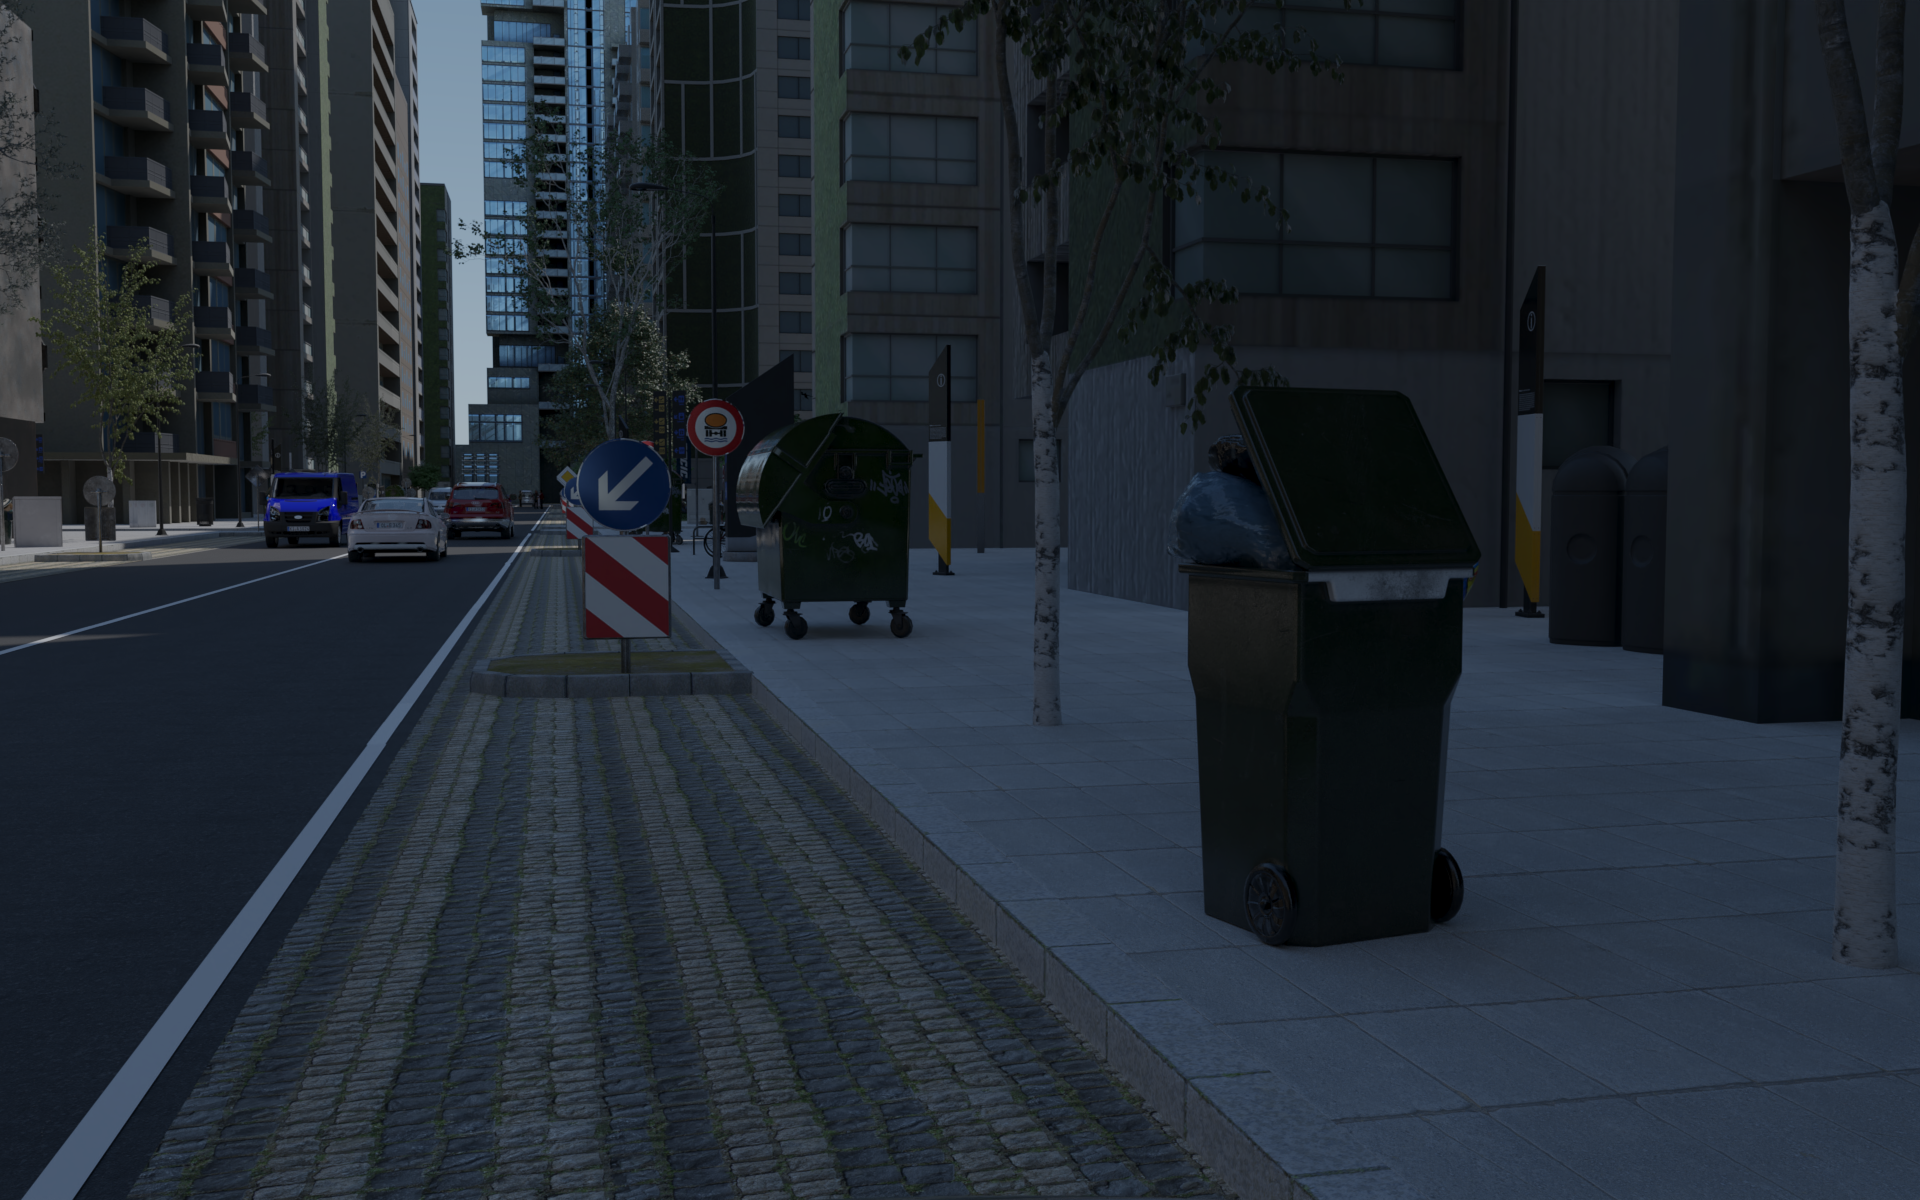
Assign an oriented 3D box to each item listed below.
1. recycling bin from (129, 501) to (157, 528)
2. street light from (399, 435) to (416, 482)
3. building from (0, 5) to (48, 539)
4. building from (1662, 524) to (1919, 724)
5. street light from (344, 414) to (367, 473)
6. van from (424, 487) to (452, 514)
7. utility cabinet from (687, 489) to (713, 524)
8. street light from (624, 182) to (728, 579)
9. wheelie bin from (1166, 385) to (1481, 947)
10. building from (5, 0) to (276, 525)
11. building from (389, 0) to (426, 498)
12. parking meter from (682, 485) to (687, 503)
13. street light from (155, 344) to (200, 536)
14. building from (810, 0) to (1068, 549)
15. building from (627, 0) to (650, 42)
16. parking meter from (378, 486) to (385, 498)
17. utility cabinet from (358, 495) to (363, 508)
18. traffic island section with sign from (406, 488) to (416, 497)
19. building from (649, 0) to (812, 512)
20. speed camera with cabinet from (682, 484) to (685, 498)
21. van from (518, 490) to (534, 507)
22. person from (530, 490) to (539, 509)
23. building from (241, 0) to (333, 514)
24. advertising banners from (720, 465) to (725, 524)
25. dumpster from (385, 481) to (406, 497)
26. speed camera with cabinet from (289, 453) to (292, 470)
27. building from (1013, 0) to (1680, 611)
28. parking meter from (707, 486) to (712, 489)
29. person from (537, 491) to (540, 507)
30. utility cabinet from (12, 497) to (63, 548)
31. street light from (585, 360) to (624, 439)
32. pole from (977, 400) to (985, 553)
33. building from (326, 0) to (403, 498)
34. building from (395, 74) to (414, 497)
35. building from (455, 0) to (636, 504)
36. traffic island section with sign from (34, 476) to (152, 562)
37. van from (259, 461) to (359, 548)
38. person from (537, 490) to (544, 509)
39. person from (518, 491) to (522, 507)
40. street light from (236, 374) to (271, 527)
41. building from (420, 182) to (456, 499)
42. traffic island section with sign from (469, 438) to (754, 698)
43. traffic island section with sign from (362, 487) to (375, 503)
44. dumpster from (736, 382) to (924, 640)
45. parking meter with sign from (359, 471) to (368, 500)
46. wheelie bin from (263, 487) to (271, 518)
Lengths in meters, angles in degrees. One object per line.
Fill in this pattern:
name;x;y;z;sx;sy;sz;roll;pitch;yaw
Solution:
recycling bin;-31.355;-3.296;66.442;0.722;1.027;0.722;3;4;36
street light;-43.159;-9.957;135.329;1.470;5.913;1.316;-1;4;-13
building;-34.736;-10.842;44.726;16.811;18.784;16.820;-1;4;-13
building;16.996;-23.089;1.199;21.300;48.544;21.600;-1;4;-13
street light;-35.210;-7.844;100.788;1.470;5.913;1.316;-1;4;-13
van;-31.471;-5.998;105.080;2.013;2.044;4.112;-1;4;-14
utility cabinet;-10.988;-3.968;73.552;1.173;1.500;0.318;0;4;-4
street light;-4.236;-3.275;26.090;1.470;5.913;1.316;-1;4;-13
wheelie bin;1.046;0.168;5.165;0.980;1.594;0.693;-2;4;-25
building;-46.003;-26.188;82.800;22.147;44.769;28.867;-1;4;-13
building;-75.938;-39.999;195.988;28.212;58.520;21.231;-1;4;-13
parking meter;-17.288;-6.300;108.723;0.255;1.863;0.399;-1;4;-15
street light;-24.225;-4.961;53.646;1.470;5.913;1.316;-1;4;-13
building;2.696;-22.242;47.246;14.154;41.232;14.086;-1;4;-13
building;-22.665;-33.793;172.125;23.786;49.044;30.456;-1;4;-13
parking meter;-40.996;-7.160;122.780;0.255;1.863;0.399;2;4;28
utility cabinet;-38.074;-6.011;109.442;0.306;1.237;1.020;0;4;7
traffic island section with sign;-37.275;-6.677;117.802;1.989;1.847;2.006;-1;4;-13
building;-14.650;-42.311;130.039;20.563;71.187;20.611;-1;4;-13
speed camera with cabinet;-14.702;-6.122;94.423;2.038;3.252;0.660;0;4;-1
van;-49.588;-11.698;198.278;2.013;2.044;4.112;-1;4;-13
person;-40.967;-9.712;167.427;1.348;1.807;0.705;-3;5;-40
building;-49.226;-26.266;113.045;14.154;41.232;14.086;-1;4;-13
advertising banners;-10.199;-4.775;74.260;0.090;3.025;2.074;-1;4;-12
dumpster;-43.044;-7.914;131.880;1.502;2.255;1.985;-1;4;-13
speed camera with cabinet;-31.511;-5.375;82.219;0.660;3.252;2.038;-2;4;-25
building;7.822;-15.561;26.120;14.160;30.474;14.107;-1;4;-13
parking meter;-17.043;-6.849;117.691;0.399;1.863;0.255;0;3;0
person;-45.594;-10.867;186.852;0.551;1.740;0.621;-2;4;-32
utility cabinet;-22.292;-1.877;41.859;1.020;1.237;0.306;-2;4;-35
street light;-12.185;-5.373;60.384;1.470;5.913;1.316;-1;4;-13
pole;0.457;-2.672;37.529;0.158;3.312;0.155;0;3;0
building;-59.670;-31.988;146.704;21.300;48.544;21.600;-1;4;-13
building;-64.736;-32.383;179.574;14.600;45.320;14.200;-1;4;-13
building;-52.640;-56.475;236.038;31.000;86.520;22.319;-1;4;-13
traffic island section with sign;-18.618;-1.756;37.337;1.989;1.847;2.006;-1;4;-13
van;-17.971;-2.675;48.116;2.240;2.365;5.245;-1;4;-12
person;-39.820;-9.547;164.561;0.705;1.831;1.348;1;4;13
person;-48.730;-11.210;191.881;0.705;1.812;1.348;0;4;-1
street light;-27.258;-5.765;66.802;1.470;5.913;1.316;-1;4;-13
building;-74.328;-33.332;228.580;14.086;41.232;14.154;-1;4;-13
traffic island section with sign;-2.658;-0.271;13.056;1.989;1.847;2.006;-1;4;-13
traffic island section with sign;-31.092;-5.045;91.118;1.989;1.847;2.006;-1;4;-13
dumpster;-1.222;-0.828;16.030;1.502;2.255;1.985;-1;4;-13
parking meter with sign;-44.932;-8.276;131.577;1.738;3.016;0.543;3;5;42
wheelie bin;-30.065;-4.140;75.602;0.693;1.594;0.980;-2;4;-31
